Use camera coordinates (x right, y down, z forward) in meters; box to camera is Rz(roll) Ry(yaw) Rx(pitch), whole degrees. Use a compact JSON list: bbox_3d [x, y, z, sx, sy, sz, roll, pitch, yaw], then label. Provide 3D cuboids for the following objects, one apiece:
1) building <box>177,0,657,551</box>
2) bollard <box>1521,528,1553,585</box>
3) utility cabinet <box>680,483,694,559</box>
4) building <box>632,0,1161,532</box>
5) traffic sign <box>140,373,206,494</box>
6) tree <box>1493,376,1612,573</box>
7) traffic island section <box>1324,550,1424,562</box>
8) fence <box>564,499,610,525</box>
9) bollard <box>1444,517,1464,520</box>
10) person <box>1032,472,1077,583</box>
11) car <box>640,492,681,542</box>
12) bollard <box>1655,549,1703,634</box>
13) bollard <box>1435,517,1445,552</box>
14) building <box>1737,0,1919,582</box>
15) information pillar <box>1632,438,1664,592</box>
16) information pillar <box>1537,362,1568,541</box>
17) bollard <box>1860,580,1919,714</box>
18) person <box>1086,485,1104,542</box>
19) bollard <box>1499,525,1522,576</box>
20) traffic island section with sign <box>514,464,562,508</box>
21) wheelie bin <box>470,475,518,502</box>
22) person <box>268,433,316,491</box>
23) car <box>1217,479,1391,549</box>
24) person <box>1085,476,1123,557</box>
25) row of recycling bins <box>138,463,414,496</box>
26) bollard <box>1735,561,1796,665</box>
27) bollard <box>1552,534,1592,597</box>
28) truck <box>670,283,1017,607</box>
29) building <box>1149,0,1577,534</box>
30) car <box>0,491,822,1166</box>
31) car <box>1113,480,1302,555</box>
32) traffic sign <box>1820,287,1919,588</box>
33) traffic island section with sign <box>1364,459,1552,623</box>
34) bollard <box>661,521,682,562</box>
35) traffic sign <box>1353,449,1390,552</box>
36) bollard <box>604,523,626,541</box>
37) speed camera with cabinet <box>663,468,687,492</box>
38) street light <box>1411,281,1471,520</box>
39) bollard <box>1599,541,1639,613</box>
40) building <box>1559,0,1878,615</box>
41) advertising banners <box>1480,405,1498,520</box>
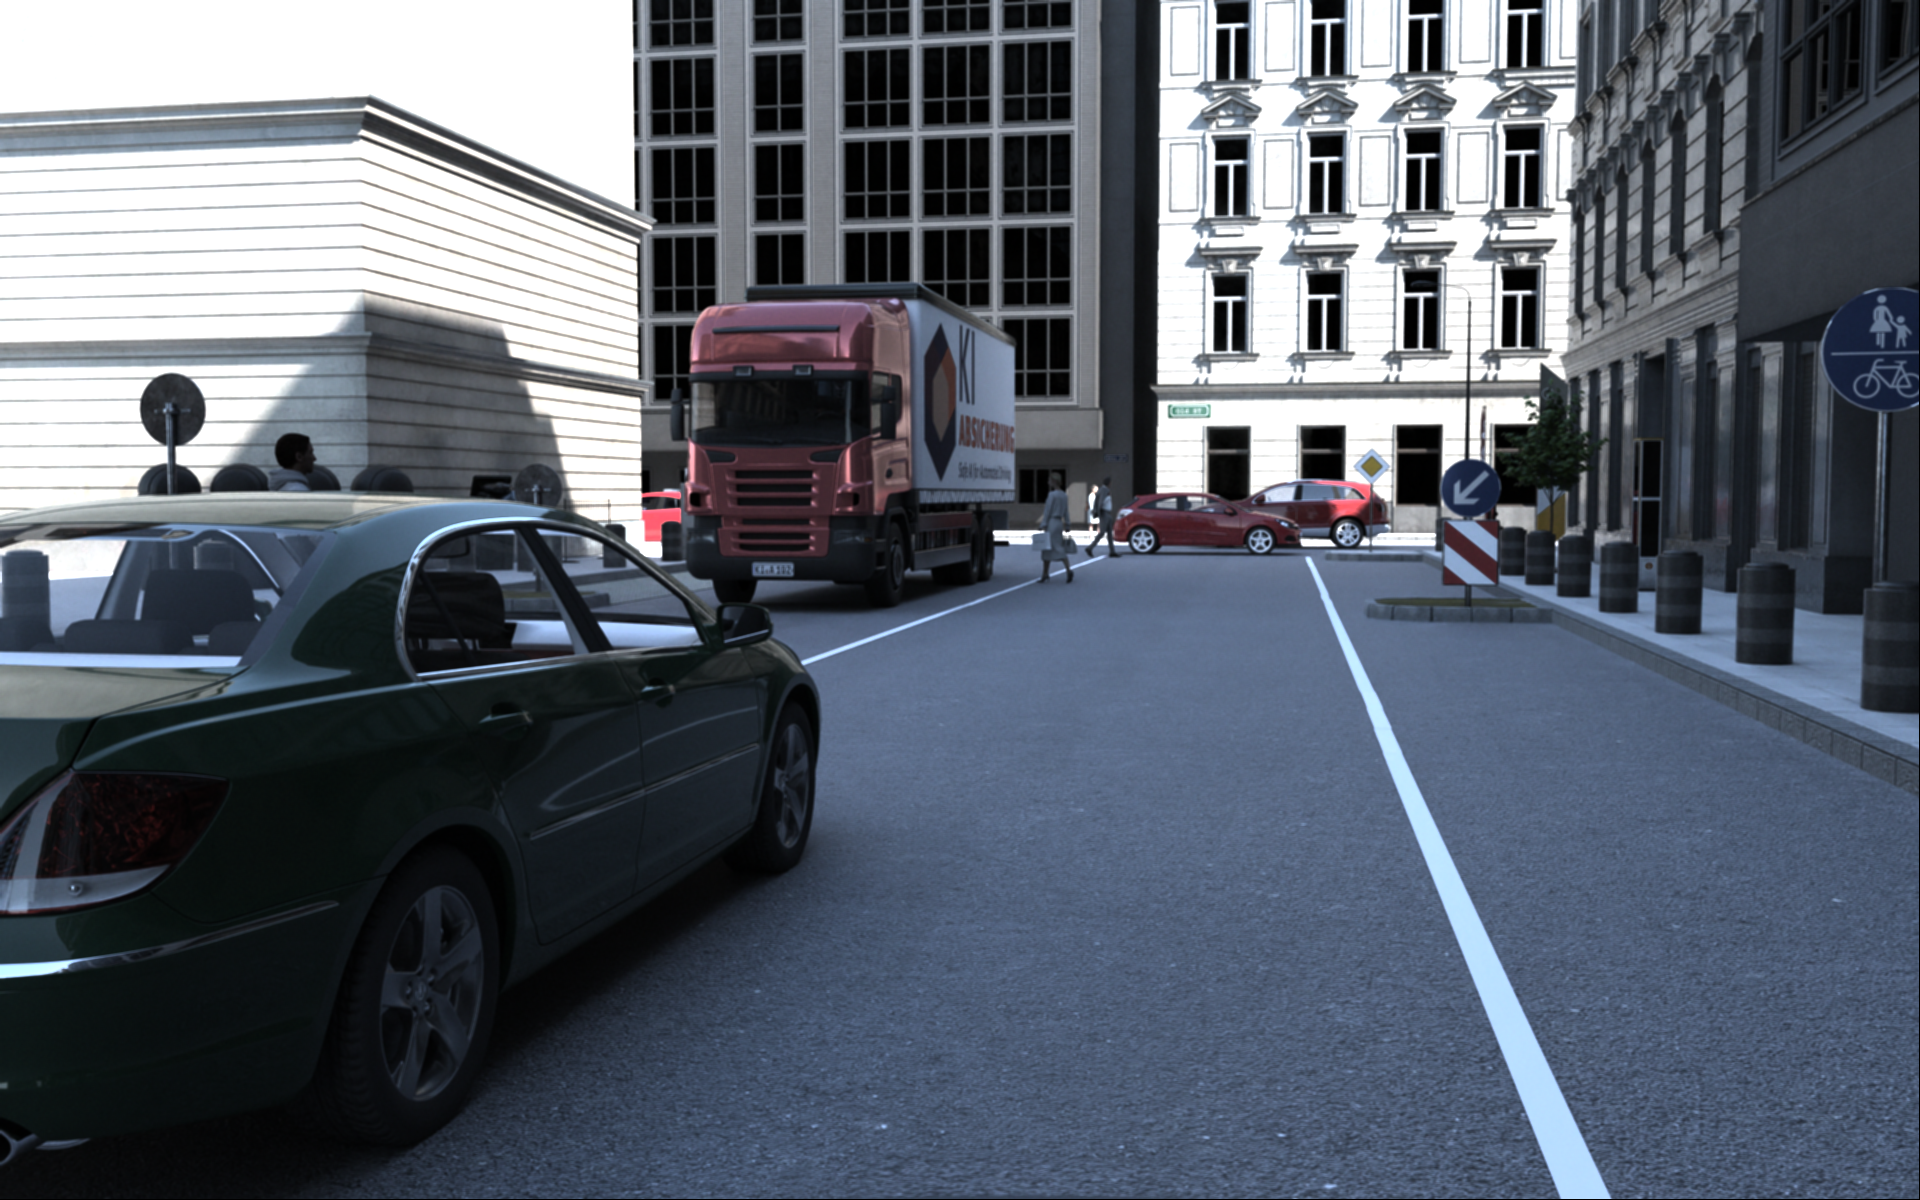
[{"bbox_3d":[-24.699,-13.285,36.297,34.723,24.649,14.460,1,4,10],"label":"building"},{"bbox_3d":[8.216,-0.600,24.523,0.404,0.777,0.398,0,3,0],"label":"bollard"},{"bbox_3d":[-5.344,-1.556,34.125,0.318,1.500,1.173,-1,4,-9],"label":"utility cabinet"},{"bbox_3d":[-4.849,-16.630,65.412,24.014,27.812,14.314,1,4,10],"label":"building"},{"bbox_3d":[-8.293,-1.109,18.239,0.768,2.556,0.104,1,4,11],"label":"traffic sign"},{"bbox_3d":[9.758,-2.081,28.621,1.663,3.219,1.824,0,3,0],"label":"tree"},{"bbox_3d":[9.086,-0.976,38.242,2.009,0.180,2.903,1,4,10],"label":"traffic island section"},{"bbox_3d":[-7.155,-1.353,33.329,0.480,1.192,2.264,1,4,11],"label":"fence"},{"bbox_3d":[10.318,-1.296,35.903,0.404,0.777,0.398,0,3,0],"label":"bollard"},{"bbox_3d":[1.540,-1.168,27.951,0.694,1.780,0.624,-2,4,-35],"label":"person"},{"bbox_3d":[-8.021,-2.183,44.739,4.494,1.783,2.155,1,4,10],"label":"car"},{"bbox_3d":[6.639,-0.078,15.993,0.404,0.777,0.398,0,3,0],"label":"bollard"},{"bbox_3d":[10.843,-1.470,38.743,0.404,0.777,0.398,0,3,0],"label":"bollard"},{"bbox_3d":[12.759,-12.909,4.565,14.314,27.812,24.014,1,4,10],"label":"building"},{"bbox_3d":[9.069,-1.124,22.862,0.304,2.012,0.304,0,4,5],"label":"information pillar"},{"bbox_3d":[10.507,-2.411,30.770,0.504,3.616,0.183,1,4,17],"label":"information pillar"},{"bbox_3d":[5.586,0.271,10.292,0.404,0.777,0.398,0,3,0],"label":"bollard"},{"bbox_3d":[4.011,-2.599,51.995,0.522,1.701,0.512,2,4,24],"label":"person"},{"bbox_3d":[8.741,-0.774,27.369,0.404,0.777,0.398,0,3,0],"label":"bollard"},{"bbox_3d":[-5.566,-0.817,21.994,1.989,1.847,2.006,1,4,10],"label":"traffic island section with sign"},{"bbox_3d":[-7.859,-1.307,29.276,0.980,1.594,0.693,-2,4,-31],"label":"wheelie bin"},{"bbox_3d":[-4.018,-0.129,10.763,0.789,1.805,0.875,-3,4,-37],"label":"person"},{"bbox_3d":[8.757,-2.292,46.150,5.304,1.827,2.281,1,4,9],"label":"car"},{"bbox_3d":[3.255,-1.871,39.198,0.850,1.850,0.679,1,4,10],"label":"person"},{"bbox_3d":[-9.302,-1.013,23.682,3.534,1.692,1.069,-1,4,-19],"label":"row of recycling bins"},{"bbox_3d":[6.115,0.096,13.153,0.404,0.777,0.398,0,3,0],"label":"bollard"},{"bbox_3d":[7.690,-0.426,21.683,0.404,0.777,0.398,0,3,0],"label":"bollard"},{"bbox_3d":[-1.282,-2.235,25.455,2.839,4.237,11.283,1,4,11],"label":"truck"},{"bbox_3d":[28.970,-17.341,59.934,44.131,29.872,17.030,1,4,10],"label":"building"},{"bbox_3d":[-1.785,0.394,5.362,2.131,1.459,4.920,1,4,11],"label":"car"},{"bbox_3d":[5.911,-1.983,41.460,4.494,1.783,2.155,1,4,12],"label":"car"},{"bbox_3d":[5.730,-0.651,10.756,0.768,2.556,0.104,1,4,16],"label":"traffic sign"},{"bbox_3d":[5.796,-0.716,20.339,1.989,1.847,2.006,1,4,10],"label":"traffic island section with sign"},{"bbox_3d":[-5.508,-1.124,33.094,0.404,0.777,0.398,0,3,0],"label":"bollard"},{"bbox_3d":[9.061,-2.112,38.169,0.795,2.450,0.064,1,4,10],"label":"traffic sign"},{"bbox_3d":[-6.034,-0.950,30.252,0.404,0.777,0.398,0,3,0],"label":"bollard"},{"bbox_3d":[-9.214,-3.906,58.200,0.660,3.252,2.038,-3,5,-41],"label":"speed camera with cabinet"},{"bbox_3d":[10.534,-3.994,37.849,1.470,5.913,1.316,1,4,10],"label":"street light"},{"bbox_3d":[7.165,-0.252,18.833,0.404,0.777,0.398,0,3,0],"label":"bollard"},{"bbox_3d":[15.425,-10.800,25.739,9.793,20.994,18.267,1,4,10],"label":"building"},{"bbox_3d":[10.287,-2.295,33.713,0.090,3.025,2.074,1,4,9],"label":"advertising banners"}]
